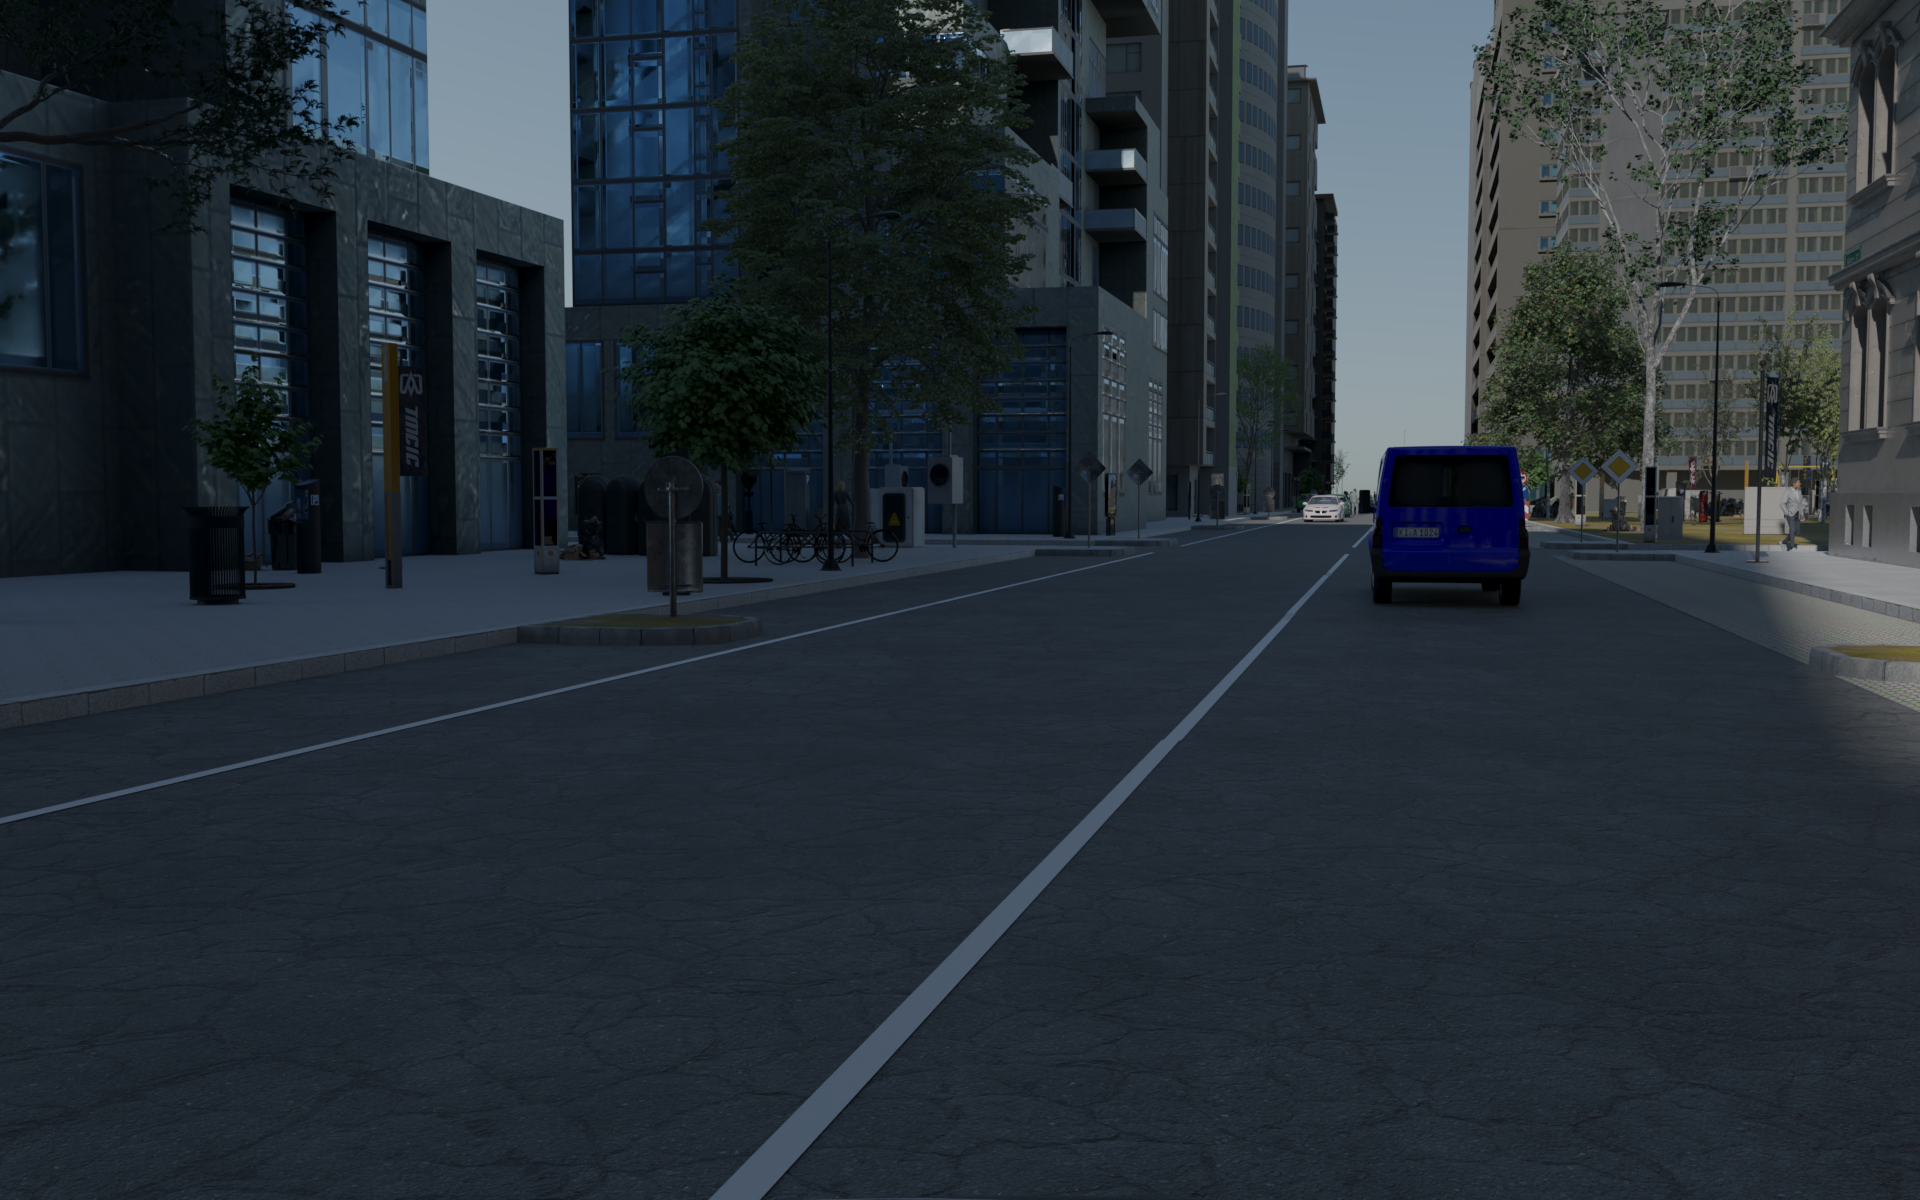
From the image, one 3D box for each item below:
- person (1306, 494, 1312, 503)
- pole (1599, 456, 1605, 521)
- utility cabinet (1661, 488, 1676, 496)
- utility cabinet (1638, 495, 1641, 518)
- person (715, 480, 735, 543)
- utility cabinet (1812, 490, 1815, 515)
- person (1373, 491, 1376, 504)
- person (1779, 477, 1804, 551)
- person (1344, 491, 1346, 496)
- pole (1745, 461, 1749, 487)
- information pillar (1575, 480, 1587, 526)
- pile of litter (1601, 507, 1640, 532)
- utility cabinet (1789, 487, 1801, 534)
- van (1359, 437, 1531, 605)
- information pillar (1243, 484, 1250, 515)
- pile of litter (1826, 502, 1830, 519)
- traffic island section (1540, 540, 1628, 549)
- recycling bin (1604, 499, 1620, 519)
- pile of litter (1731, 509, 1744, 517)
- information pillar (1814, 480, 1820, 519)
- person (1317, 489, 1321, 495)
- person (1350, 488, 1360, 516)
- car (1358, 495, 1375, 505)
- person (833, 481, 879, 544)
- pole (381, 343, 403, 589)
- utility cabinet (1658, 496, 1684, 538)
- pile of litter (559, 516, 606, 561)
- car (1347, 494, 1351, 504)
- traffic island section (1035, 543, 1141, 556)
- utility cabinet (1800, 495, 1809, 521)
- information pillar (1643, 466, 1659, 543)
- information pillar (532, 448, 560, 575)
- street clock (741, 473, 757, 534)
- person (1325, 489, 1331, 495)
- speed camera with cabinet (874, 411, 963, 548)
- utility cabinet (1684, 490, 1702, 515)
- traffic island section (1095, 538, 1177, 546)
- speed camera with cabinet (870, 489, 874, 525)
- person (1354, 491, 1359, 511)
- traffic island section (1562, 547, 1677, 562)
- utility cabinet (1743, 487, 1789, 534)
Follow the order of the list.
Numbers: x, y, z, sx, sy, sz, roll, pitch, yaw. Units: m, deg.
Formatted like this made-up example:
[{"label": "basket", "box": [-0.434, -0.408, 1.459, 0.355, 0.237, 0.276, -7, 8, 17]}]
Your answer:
[{"label": "person", "box": [25.652, -7.070, 127.315, 0.599, 1.433, 0.991, 2, 4, 35]}, {"label": "pole", "box": [30.493, -5.408, 82.269, 0.158, 3.312, 0.155, 0, 3, 0]}, {"label": "utility cabinet", "box": [26.687, -3.463, 65.294, 0.318, 1.500, 1.173, 1, 4, 11]}, {"label": "utility cabinet", "box": [37.442, -5.083, 94.274, 1.020, 1.237, 0.306, -1, 4, -11]}, {"label": "person", "box": [-6.647, -2.468, 48.864, 0.620, 1.820, 0.660, -2, 4, -33]}, {"label": "utility cabinet", "box": [53.107, -5.998, 106.740, 1.173, 1.500, 0.318, -1, 4, -15]}, {"label": "person", "box": [59.350, -14.644, 248.026, 0.705, 1.812, 1.348, 1, 4, 18]}, {"label": "person", "box": [20.392, -2.092, 42.557, 0.661, 1.843, 0.795, -1, 4, -21]}, {"label": "person", "box": [41.967, -11.022, 188.792, 0.705, 1.814, 1.350, 0, 4, 2]}, {"label": "pole", "box": [48.130, -6.860, 106.006, 0.158, 3.312, 0.155, 0, 3, 0]}, {"label": "information pillar", "box": [24.764, -3.950, 69.081, 0.304, 2.012, 0.304, -3, 4, -38]}, {"label": "pile of litter", "box": [22.882, -2.803, 59.787, 1.176, 0.858, 1.719, 0, 4, -2]}, {"label": "utility cabinet", "box": [26.252, -2.845, 55.193, 1.173, 1.500, 0.318, -2, 4, -26]}, {"label": "van", "box": [6.704, -1.208, 24.133, 2.240, 2.365, 5.245, 1, 4, 13]}, {"label": "information pillar", "box": [17.968, -6.365, 108.560, 0.304, 2.012, 0.304, -3, 4, -38]}, {"label": "pile of litter", "box": [45.591, -4.683, 90.527, 1.719, 0.858, 1.176, -1, 4, -22]}, {"label": "traffic island section", "box": [16.557, -1.456, 46.090, 2.009, 0.180, 2.903, 1, 4, 14]}, {"label": "recycling bin", "box": [33.403, -4.665, 88.831, 0.722, 1.027, 0.722, 2, 4, 29]}, {"label": "pile of litter", "box": [43.741, -5.019, 96.031, 1.176, 0.858, 1.719, -3, 5, -43]}, {"label": "information pillar", "box": [44.278, -5.192, 89.383, 0.304, 2.012, 0.304, 2, 4, 27]}, {"label": "person", "box": [28.454, -7.847, 136.939, 0.705, 1.807, 1.348, 2, 4, 33]}, {"label": "person", "box": [26.162, -6.494, 114.775, 0.635, 1.810, 0.391, 3, 4, 36]}, {"label": "car", "box": [52.399, -12.898, 223.240, 2.083, 1.381, 4.827, 1, 4, 14]}, {"label": "person", "box": [-2.984, -2.462, 48.970, 1.509, 1.804, 0.699, 1, 4, 20]}, {"label": "pole", "box": [-7.700, -1.812, 23.466, 0.158, 3.312, 0.155, 0, 3, 0]}, {"label": "utility cabinet", "box": [20.420, -2.388, 50.212, 1.020, 1.237, 0.306, 0, 4, -7]}, {"label": "pile of litter", "box": [-7.506, -1.230, 34.079, 1.176, 0.858, 1.719, 0, 4, 2]}, {"label": "car", "box": [51.799, -13.505, 230.589, 2.009, 1.686, 4.222, 1, 4, 15]}, {"label": "traffic island section", "box": [3.054, -1.163, 41.302, 2.009, 0.180, 2.903, 1, 4, 14]}, {"label": "utility cabinet", "box": [40.419, -4.434, 83.651, 1.020, 1.237, 0.306, 2, 4, 33]}, {"label": "information pillar", "box": [18.356, -2.538, 45.981, 0.304, 2.012, 0.304, 2, 4, 33]}, {"label": "information pillar", "box": [-6.610, -1.417, 27.656, 0.304, 2.012, 0.304, -3, 5, -40]}, {"label": "street clock", "box": [-6.716, -3.094, 55.158, 0.471, 2.002, 0.358, 1, 4, 19]}, {"label": "person", "box": [26.728, -7.177, 125.857, 1.348, 1.822, 0.705, -1, 4, -15]}, {"label": "speed camera with cabinet", "box": [-0.947, -2.874, 41.325, 2.038, 3.252, 0.660, 2, 4, 29]}, {"label": "utility cabinet", "box": [43.607, -5.782, 103.212, 1.173, 1.500, 0.318, -1, 4, -18]}, {"label": "traffic island section", "box": [5.038, -1.636, 49.037, 2.009, 0.180, 2.903, 1, 4, 14]}, {"label": "speed camera with cabinet", "box": [-2.191, -3.603, 53.243, 0.660, 3.252, 2.038, 1, 4, 18]}, {"label": "person", "box": [34.392, -8.690, 150.586, 0.705, 1.823, 1.348, 0, 4, -6]}, {"label": "traffic island section", "box": [14.573, -0.983, 38.354, 2.009, 0.180, 2.903, 1, 4, 14]}, {"label": "utility cabinet", "box": [25.363, -2.809, 54.608, 1.173, 1.500, 0.318, 1, 4, 20]}]
